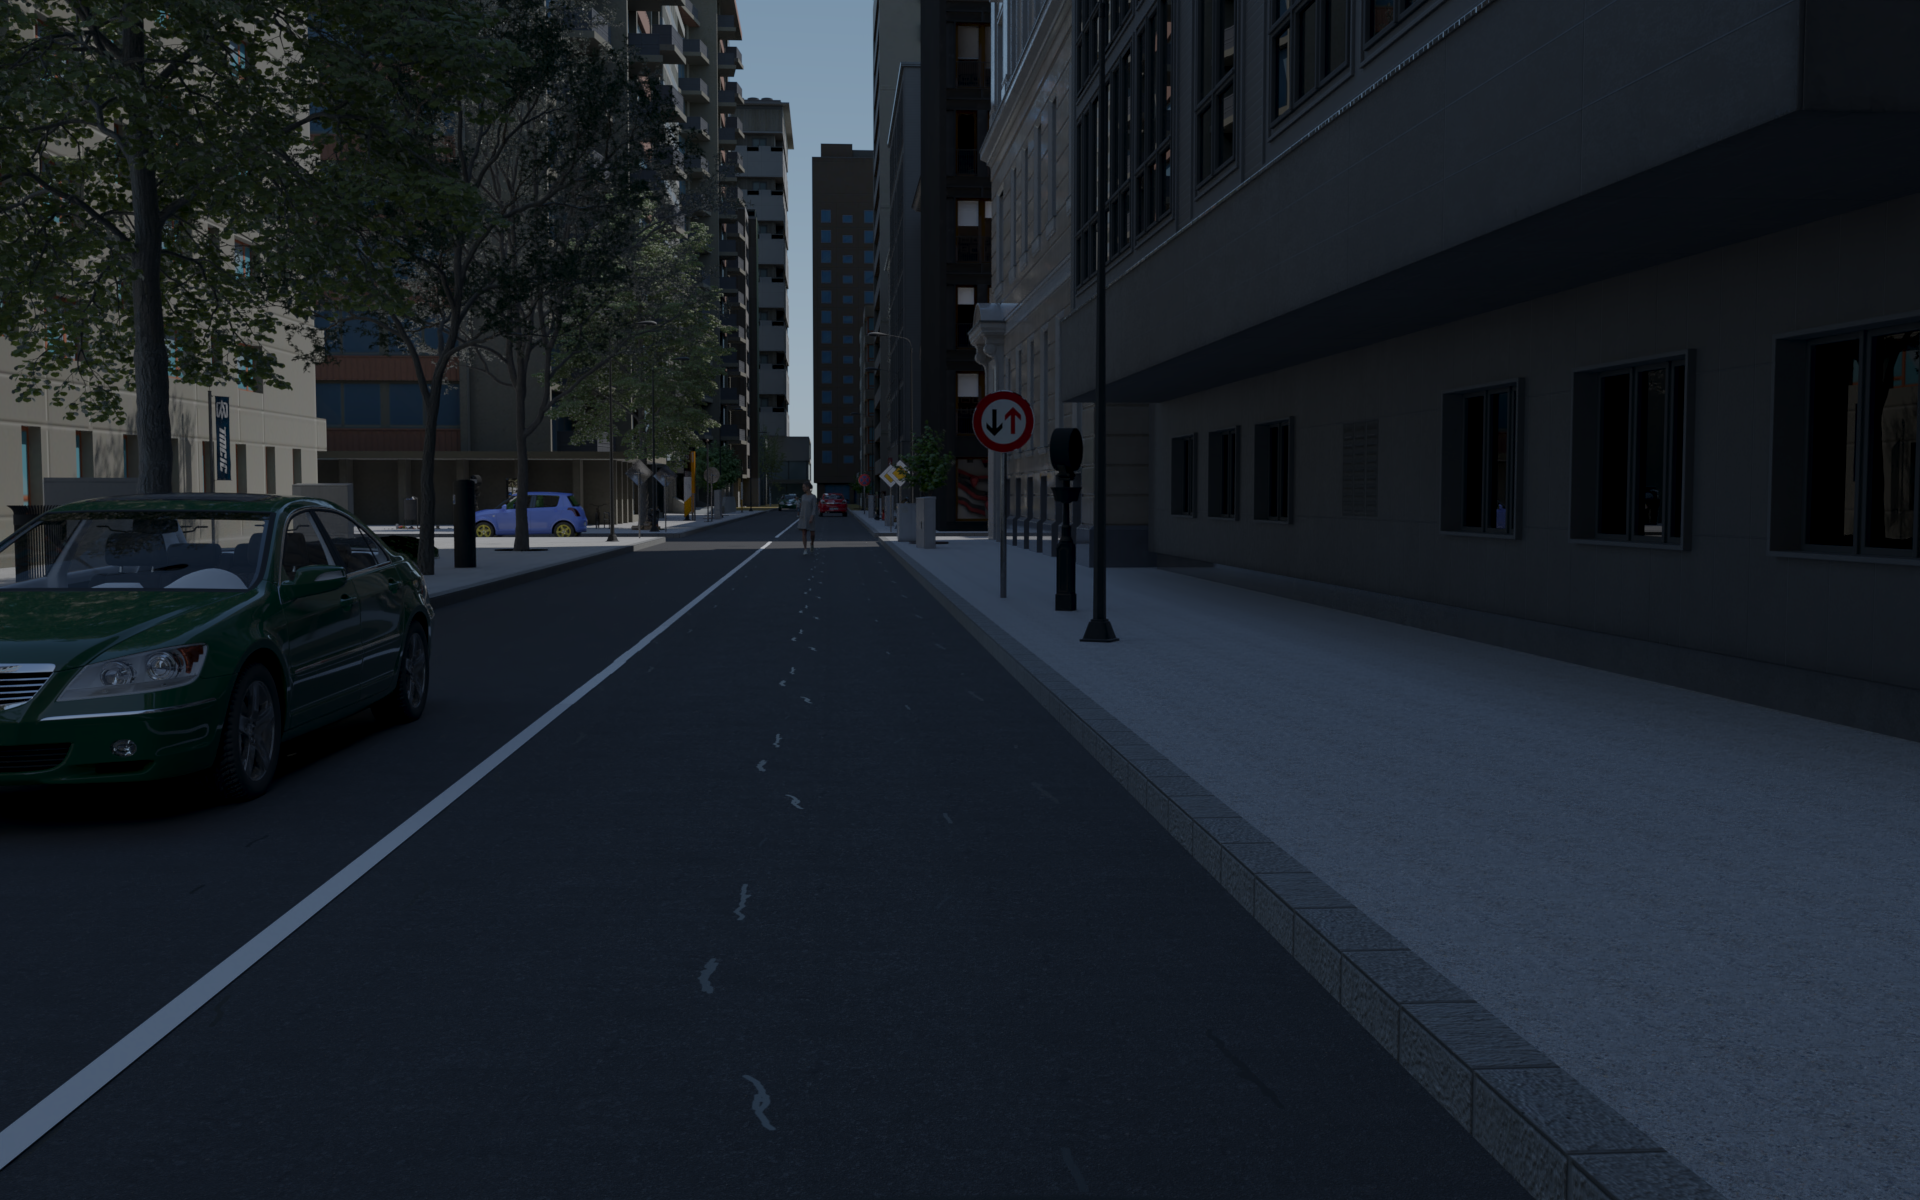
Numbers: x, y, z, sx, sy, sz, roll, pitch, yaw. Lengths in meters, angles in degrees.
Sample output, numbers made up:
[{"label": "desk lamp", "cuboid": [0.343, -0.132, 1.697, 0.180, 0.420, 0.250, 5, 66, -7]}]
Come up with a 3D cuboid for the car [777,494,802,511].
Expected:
[{"label": "car", "cuboid": [-14.548, -8.301, 147.511, 2.131, 1.459, 4.920, 0, 4, -5]}]

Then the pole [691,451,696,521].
[{"label": "pole", "cuboid": [-12.763, -5.448, 82.923, 0.158, 3.312, 0.155, 0, 3, 0]}]

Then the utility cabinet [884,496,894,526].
[{"label": "utility cabinet", "cuboid": [-2.847, -3.563, 69.422, 0.306, 1.237, 1.020, 0, 4, -7]}]

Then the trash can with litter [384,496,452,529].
[{"label": "trash can with litter", "cuboid": [-19.786, -3.202, 63.418, 2.233, 1.210, 1.678, 0, 4, 7]}]

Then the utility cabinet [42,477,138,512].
[{"label": "utility cabinet", "cuboid": [-11.734, -0.904, 23.455, 1.173, 1.500, 0.318, -2, 4, -30]}]

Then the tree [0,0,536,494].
[{"label": "tree", "cuboid": [-8.218, -6.067, 17.328, 7.486, 12.596, 7.792, 0, 3, 0]}]

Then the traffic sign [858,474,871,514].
[{"label": "traffic sign", "cuboid": [-6.059, -6.717, 109.926, 0.768, 2.556, 0.104, 0, 4, -4]}]

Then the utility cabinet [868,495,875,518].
[{"label": "utility cabinet", "cuboid": [-4.745, -5.026, 93.344, 0.306, 1.237, 1.020, 0, 4, 3]}]

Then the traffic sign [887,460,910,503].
[{"label": "traffic sign", "cuboid": [-1.747, -2.873, 50.618, 0.795, 2.450, 0.064, 0, 4, -4]}]

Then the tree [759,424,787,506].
[{"label": "tree", "cuboid": [-19.887, -14.106, 180.992, 4.737, 8.622, 4.395, 0, 3, 0]}]

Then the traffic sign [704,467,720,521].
[{"label": "traffic sign", "cuboid": [-11.733, -4.998, 81.829, 0.768, 2.556, 0.104, 0, 4, 3]}]

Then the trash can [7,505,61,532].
[{"label": "trash can", "cuboid": [-11.819, -0.650, 22.278, 0.748, 1.137, 0.748, 0, 3, 0]}]

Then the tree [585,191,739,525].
[{"label": "tree", "cuboid": [-12.091, -8.983, 64.992, 7.486, 12.596, 7.792, 0, 3, 0]}]

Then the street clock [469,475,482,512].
[{"label": "street clock", "cuboid": [-18.440, -3.756, 65.979, 0.471, 2.002, 0.358, 3, 4, 36]}]

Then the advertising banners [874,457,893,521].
[{"label": "advertising banners", "cuboid": [-3.691, -5.345, 83.579, 0.090, 3.025, 2.074, -2, 4, -27]}]

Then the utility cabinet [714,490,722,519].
[{"label": "utility cabinet", "cuboid": [-12.338, -4.863, 88.185, 0.318, 1.500, 1.173, 0, 4, -3]}]

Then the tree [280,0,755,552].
[{"label": "tree", "cuboid": [-9.735, -7.847, 38.664, 12.009, 13.543, 11.850, 0, 3, 0]}]

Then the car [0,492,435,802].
[{"label": "car", "cuboid": [-4.268, 0.138, 9.543, 2.131, 1.459, 4.920, 0, 4, -3]}]

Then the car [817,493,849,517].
[{"label": "car", "cuboid": [-8.153, -6.227, 110.853, 2.155, 1.783, 4.494, 0, 4, -6]}]

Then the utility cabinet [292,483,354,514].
[{"label": "utility cabinet", "cuboid": [-13.222, -1.668, 35.957, 1.173, 1.500, 0.318, 0, 4, 3]}]

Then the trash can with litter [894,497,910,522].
[{"label": "trash can with litter", "cuboid": [-2.705, -4.095, 78.346, 1.055, 1.170, 0.624, 2, 4, 25]}]

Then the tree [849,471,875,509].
[{"label": "tree", "cuboid": [-8.491, -9.397, 148.244, 1.663, 3.219, 1.824, 0, 3, 0]}]

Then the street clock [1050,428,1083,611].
[{"label": "street clock", "cuboid": [1.166, -0.883, 19.014, 0.358, 2.002, 0.471, 2, 4, 24]}]

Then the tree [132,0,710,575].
[{"label": "tree", "cuboid": [-8.381, -5.652, 26.830, 8.767, 10.594, 7.601, -1, 4, -21]}]

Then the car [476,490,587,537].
[{"label": "car", "cuboid": [-13.323, -2.659, 53.059, 3.694, 1.707, 1.945, 0, 4, -4]}]

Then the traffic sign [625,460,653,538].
[{"label": "traffic sign", "cuboid": [-9.272, -2.840, 50.080, 0.795, 2.450, 0.064, 0, 4, -4]}]

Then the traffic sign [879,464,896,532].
[{"label": "traffic sign", "cuboid": [-2.341, -3.360, 58.581, 0.795, 2.450, 0.064, 0, 4, -4]}]

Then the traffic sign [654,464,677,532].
[{"label": "traffic sign", "cuboid": [-9.866, -3.327, 58.043, 0.795, 2.450, 0.064, 0, 4, -4]}]

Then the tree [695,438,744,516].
[{"label": "tree", "cuboid": [-14.377, -7.236, 102.017, 4.285, 4.588, 4.351, 0, 3, 0]}]

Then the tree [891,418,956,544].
[{"label": "tree", "cuboid": [-0.945, -3.059, 44.608, 1.663, 3.219, 1.824, 0, 3, 0]}]

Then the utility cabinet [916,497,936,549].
[{"label": "utility cabinet", "cuboid": [-0.816, -1.826, 41.019, 0.306, 1.237, 1.020, -1, 4, -12]}]

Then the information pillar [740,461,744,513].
[{"label": "information pillar", "cuboid": [-15.149, -7.887, 120.302, 0.183, 3.616, 0.504, 0, 4, -3]}]

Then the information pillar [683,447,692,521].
[{"label": "information pillar", "cuboid": [-13.043, -5.617, 83.200, 0.504, 3.616, 0.183, -2, 4, -25]}]

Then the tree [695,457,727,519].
[{"label": "tree", "cuboid": [-12.921, -5.882, 90.764, 1.663, 3.219, 1.824, 0, 3, 0]}]

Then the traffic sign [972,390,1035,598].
[{"label": "traffic sign", "cuboid": [0.538, -1.299, 21.348, 0.768, 2.556, 0.104, 0, 4, 3]}]
